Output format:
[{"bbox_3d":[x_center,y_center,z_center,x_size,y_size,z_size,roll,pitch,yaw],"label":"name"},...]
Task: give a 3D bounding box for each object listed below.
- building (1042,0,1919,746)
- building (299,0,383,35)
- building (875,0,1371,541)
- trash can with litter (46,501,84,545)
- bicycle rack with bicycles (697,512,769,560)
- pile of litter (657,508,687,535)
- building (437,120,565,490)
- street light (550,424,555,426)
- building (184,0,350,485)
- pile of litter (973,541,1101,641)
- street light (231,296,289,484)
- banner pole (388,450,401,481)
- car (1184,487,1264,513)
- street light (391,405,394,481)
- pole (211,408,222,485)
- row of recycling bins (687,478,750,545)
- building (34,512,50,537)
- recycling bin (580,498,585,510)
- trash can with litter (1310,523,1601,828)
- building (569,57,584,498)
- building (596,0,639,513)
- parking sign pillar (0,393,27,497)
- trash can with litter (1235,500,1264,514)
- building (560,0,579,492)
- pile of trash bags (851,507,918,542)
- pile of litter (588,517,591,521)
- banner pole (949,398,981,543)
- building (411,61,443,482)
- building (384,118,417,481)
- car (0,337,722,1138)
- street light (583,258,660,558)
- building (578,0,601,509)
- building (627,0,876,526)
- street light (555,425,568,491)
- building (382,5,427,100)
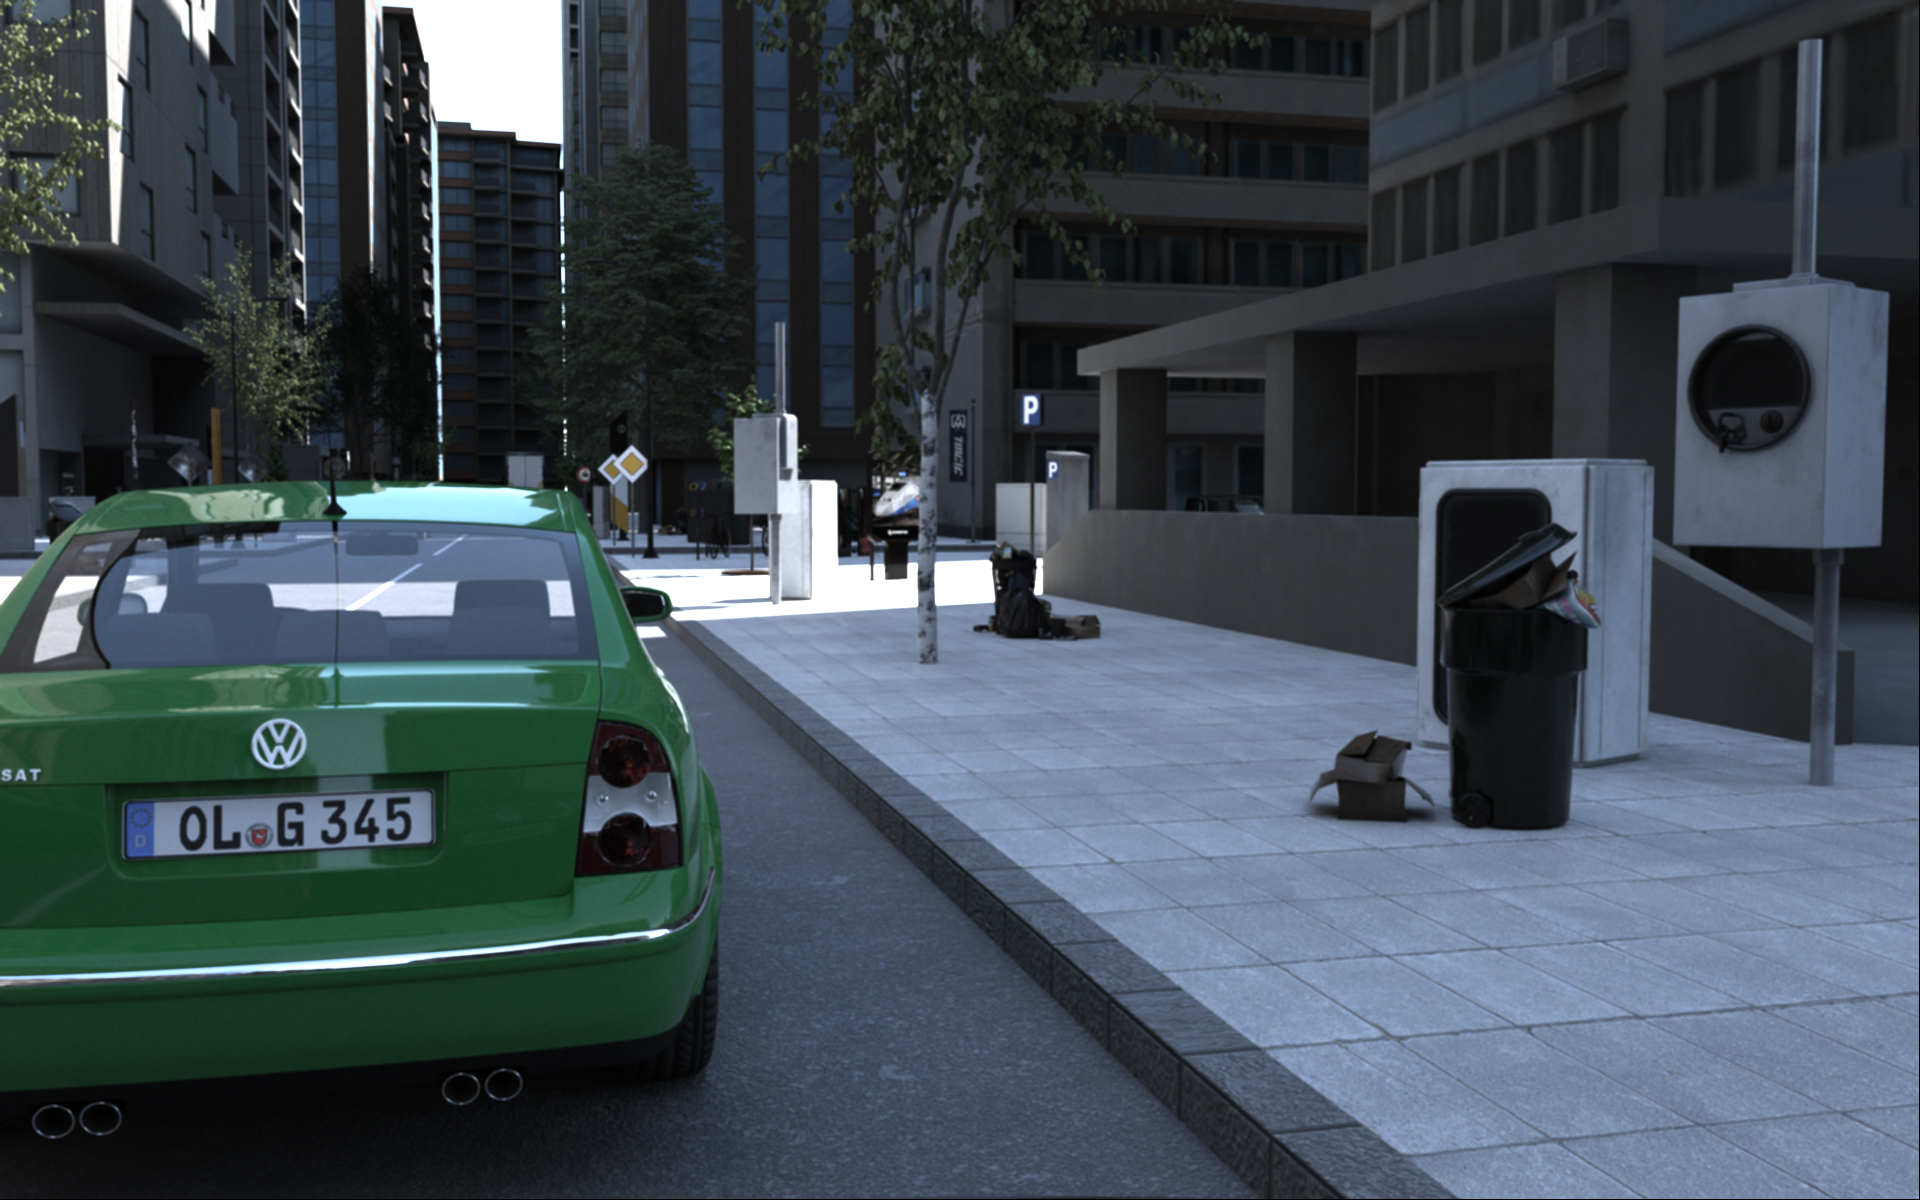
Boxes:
[{"bbox_3d":[18.359,-19.958,18.188,32.217,40.220,23.993,-1,4,-14],"label":"building"},{"bbox_3d":[-46.750,-28.585,117.471,14.600,45.320,14.200,-1,4,-14],"label":"building"},{"bbox_3d":[8.243,-26.612,58.802,21.600,48.544,21.300,-1,4,-14],"label":"building"},{"bbox_3d":[-14.070,-0.994,27.637,1.055,1.170,0.624,2,4,31],"label":"trash can with litter"},{"bbox_3d":[-4.128,-1.305,34.724,2.852,0.926,2.925,0,4,-2],"label":"bicycle rack with bicycles"},{"bbox_3d":[-9.060,-2.485,54.601,1.176,0.858,1.719,2,4,25],"label":"pile of litter"},{"bbox_3d":[-61.684,-33.702,205.657,28.867,44.769,22.147,-1,4,-14],"label":"building"},{"bbox_3d":[-26.777,-8.753,115.656,1.470,5.913,1.316,-1,4,-14],"label":"street light"},{"bbox_3d":[-44.039,-39.935,91.188,20.563,71.187,20.611,-1,4,-14],"label":"building"},{"bbox_3d":[0.719,-0.123,15.968,1.176,0.858,1.719,0,4,-2],"label":"pile of litter"},{"bbox_3d":[-16.444,-4.166,40.661,1.470,5.913,1.316,-1,4,-14],"label":"street light"},{"bbox_3d":[-32.136,-6.623,98.307,0.863,3.779,0.401,-1,4,-19],"label":"banner pole"},{"bbox_3d":[7.379,-2.058,43.440,4.222,1.686,2.009,-1,4,-12],"label":"car"},{"bbox_3d":[-28.087,-7.024,87.391,1.470,5.913,1.316,-1,4,-14],"label":"street light"},{"bbox_3d":[-17.586,-2.885,41.013,0.158,3.312,0.155,0,3,0],"label":"pole"},{"bbox_3d":[-6.237,-2.307,44.829,1.069,1.692,3.534,-2,4,-23],"label":"row of recycling bins"},{"bbox_3d":[-40.930,-28.725,58.899,28.713,52.752,27.495,-1,4,-14],"label":"building"},{"bbox_3d":[-22.911,-5.581,103.804,0.722,1.027,0.722,0,4,6],"label":"recycling bin"},{"bbox_3d":[1.914,0.282,6.778,1.055,1.170,0.624,1,4,12],"label":"trash can with litter"},{"bbox_3d":[-30.157,-29.592,167.424,14.154,41.232,14.086,-1,4,-14],"label":"building"},{"bbox_3d":[-19.300,-27.096,126.614,14.154,41.232,14.086,-1,4,-14],"label":"building"},{"bbox_3d":[-25.907,-3.559,46.670,1.447,3.967,1.447,0,4,2],"label":"parking sign pillar"},{"bbox_3d":[5.579,-1.298,32.615,0.624,1.170,1.055,-1,4,-13],"label":"trash can with litter"},{"bbox_3d":[-37.670,-47.250,210.782,20.611,71.187,20.563,-1,4,-14],"label":"building"},{"bbox_3d":[-2.785,-2.253,46.583,3.447,1.369,1.912,-3,5,-44],"label":"pile of trash bags"},{"bbox_3d":[-15.670,-3.712,74.653,1.719,0.858,1.176,0,4,7],"label":"pile of litter"},{"bbox_3d":[0.118,-3.385,45.365,0.863,3.779,0.401,0,4,-3],"label":"banner pole"},{"bbox_3d":[-60.340,-32.113,175.163,14.200,45.320,14.600,-1,4,-14],"label":"building"},{"bbox_3d":[-49.388,-22.026,131.827,14.160,30.474,14.107,-1,4,-14],"label":"building"},{"bbox_3d":[-1.824,0.209,5.386,1.959,1.807,4.718,-1,4,-14],"label":"car"},{"bbox_3d":[-6.729,-3.784,34.417,1.470,5.913,1.316,-1,4,-14],"label":"street light"},{"bbox_3d":[-21.571,-37.020,147.274,21.231,58.520,28.212,-1,4,-14],"label":"building"},{"bbox_3d":[-7.087,-26.013,75.424,14.600,45.320,14.200,-1,4,-14],"label":"building"},{"bbox_3d":[-15.209,-5.889,68.818,1.470,5.913,1.316,-1,4,-14],"label":"street light"},{"bbox_3d":[-58.480,-30.425,152.069,22.147,44.769,28.867,-1,4,-14],"label":"building"}]
